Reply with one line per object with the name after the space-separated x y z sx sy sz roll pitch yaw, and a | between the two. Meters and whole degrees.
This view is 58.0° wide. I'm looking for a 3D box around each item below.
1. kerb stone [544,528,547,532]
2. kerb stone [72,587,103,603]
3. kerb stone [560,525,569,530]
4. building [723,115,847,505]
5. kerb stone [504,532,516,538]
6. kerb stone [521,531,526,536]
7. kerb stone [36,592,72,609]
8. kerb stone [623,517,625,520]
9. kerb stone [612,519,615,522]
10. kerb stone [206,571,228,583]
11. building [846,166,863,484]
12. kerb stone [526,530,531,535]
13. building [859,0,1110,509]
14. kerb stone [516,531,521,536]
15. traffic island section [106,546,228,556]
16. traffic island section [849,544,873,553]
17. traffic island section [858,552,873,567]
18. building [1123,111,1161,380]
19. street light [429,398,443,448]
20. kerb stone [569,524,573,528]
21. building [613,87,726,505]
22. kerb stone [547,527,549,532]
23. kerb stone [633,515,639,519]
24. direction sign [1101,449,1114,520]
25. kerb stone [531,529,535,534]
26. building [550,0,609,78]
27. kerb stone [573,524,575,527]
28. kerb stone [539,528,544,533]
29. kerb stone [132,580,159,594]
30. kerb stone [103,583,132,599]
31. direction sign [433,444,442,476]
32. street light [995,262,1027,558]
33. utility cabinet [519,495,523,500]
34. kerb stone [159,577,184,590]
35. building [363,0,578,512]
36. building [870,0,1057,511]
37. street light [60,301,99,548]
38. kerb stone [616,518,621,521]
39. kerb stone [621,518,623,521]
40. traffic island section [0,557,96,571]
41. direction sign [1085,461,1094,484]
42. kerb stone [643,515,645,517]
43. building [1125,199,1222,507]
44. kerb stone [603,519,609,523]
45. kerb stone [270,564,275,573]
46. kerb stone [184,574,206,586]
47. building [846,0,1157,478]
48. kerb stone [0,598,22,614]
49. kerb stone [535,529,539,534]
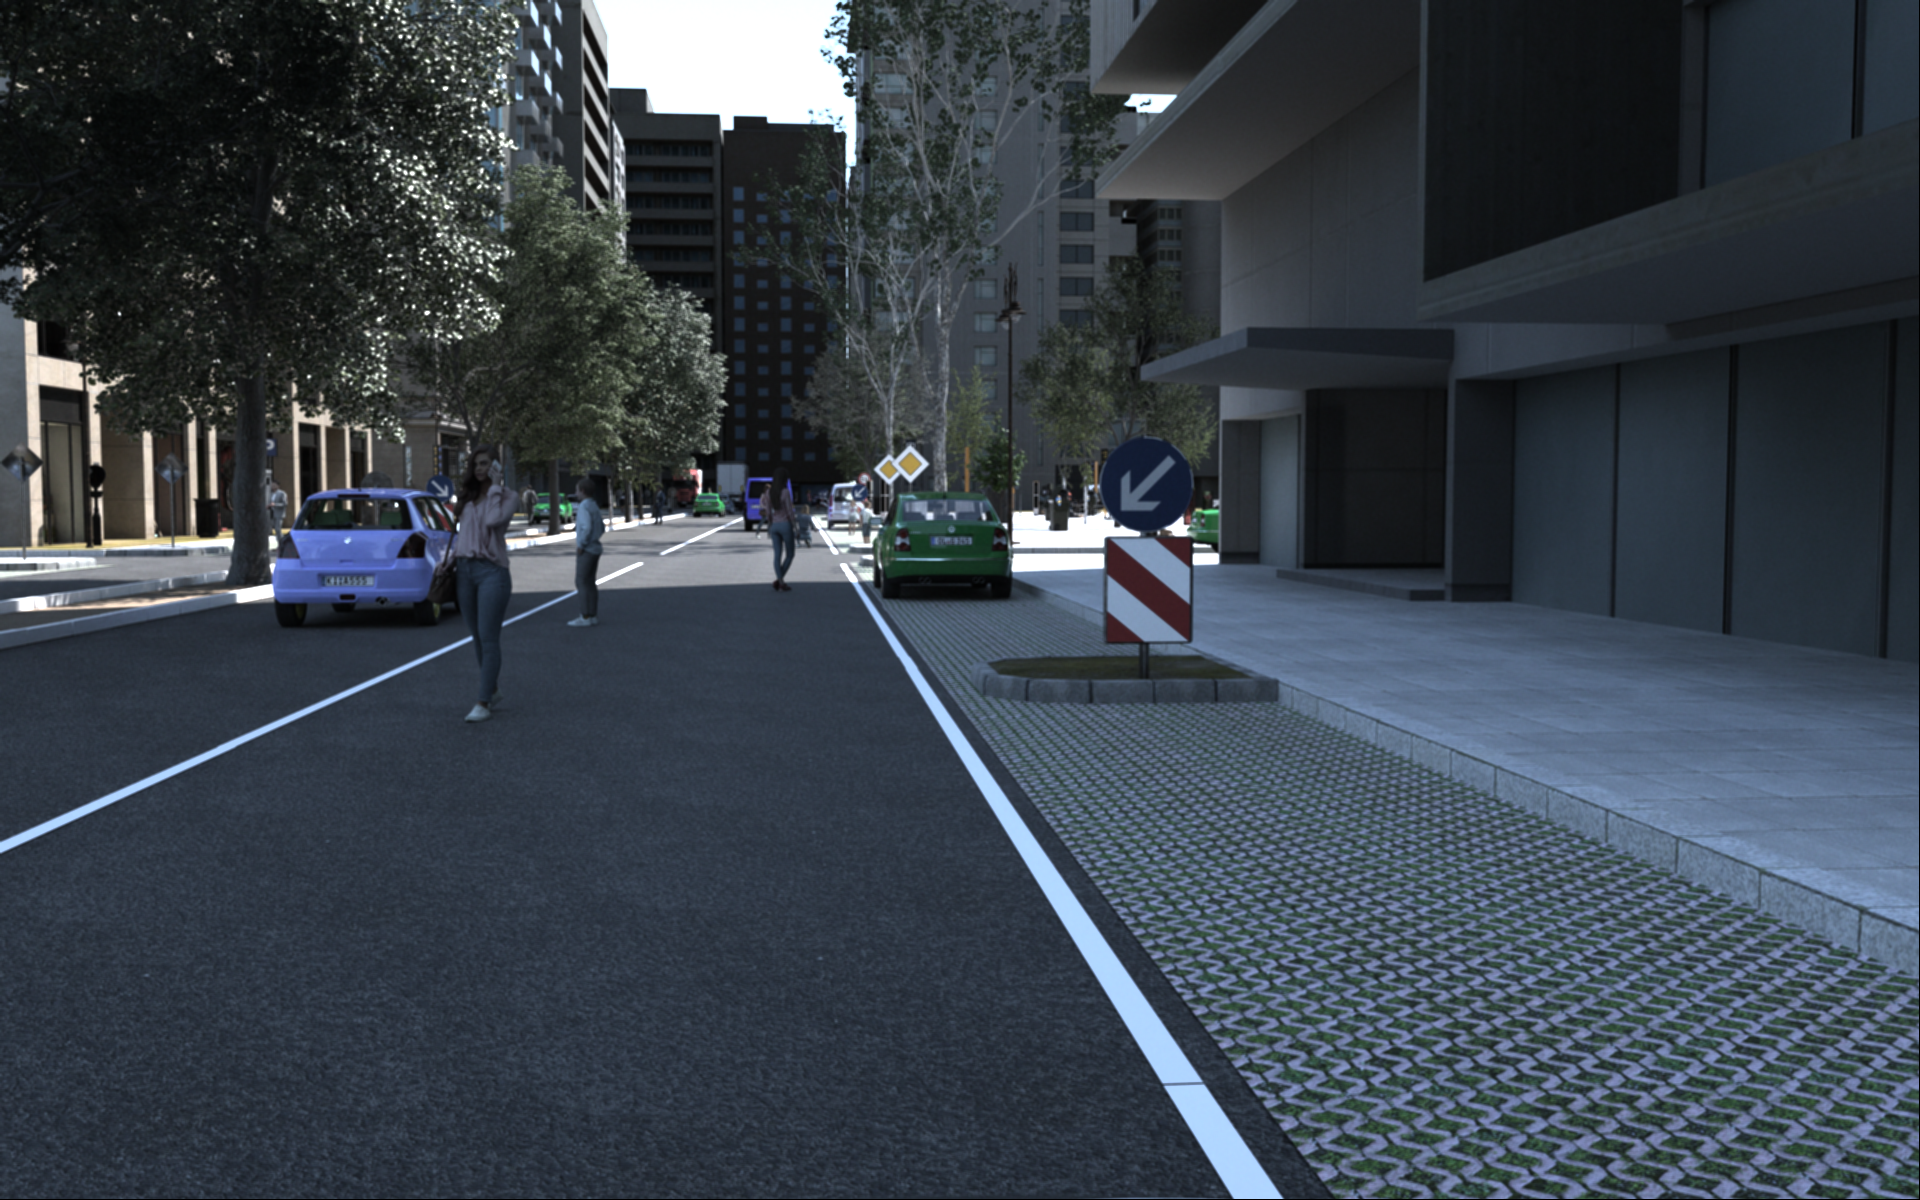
-15.544 -2.575 64.296 0.120 0.150 1.000 0 4 -5 | kerb stone
-11.648 -0.045 22.938 0.120 0.150 1.000 0 4 -5 | kerb stone
-16.114 -2.948 70.403 0.120 0.150 1.000 0 4 -5 | kerb stone
-20.938 -34.163 208.676 14.200 45.320 14.600 0 4 -5 | building
-14.864 -2.131 57.155 0.120 0.150 1.000 0 4 -5 | kerb stone
-15.056 -2.260 59.190 0.120 0.150 1.000 0 4 -5 | kerb stone
-11.548 0.017 21.920 0.120 0.150 1.000 0 4 -5 | kerb stone
-18.239 -4.321 92.881 0.120 0.150 1.000 0 4 -5 | kerb stone
-17.747 -4.012 87.784 0.120 0.150 1.000 0 4 -5 | kerb stone
-12.125 -0.358 28.047 0.120 0.150 1.000 0 4 -5 | kerb stone
-6.512 -32.162 209.446 14.086 41.232 14.154 0 4 -5 | building
-15.157 -2.326 60.219 0.120 0.150 1.000 0 4 -5 | kerb stone
1.446 -43.799 154.362 20.563 71.187 20.611 0 4 -5 | building
-14.970 -2.200 58.171 0.120 0.150 1.000 0 4 -5 | kerb stone
-18.796 -1.165 41.323 2.009 0.180 2.903 0 4 -5 | traffic island section
-1.729 -1.262 42.919 2.009 0.180 2.903 0 4 -5 | traffic island section
-0.980 -0.776 34.969 2.009 0.180 2.903 0 4 -5 | traffic island section
29.353 -36.559 217.343 30.456 49.044 23.786 0 4 -5 | building
-24.538 -6.637 81.307 0.468 5.910 1.993 0 4 -5 | street light
-16.212 -3.012 71.433 0.120 0.150 1.000 0 4 -5 | kerb stone
-39.088 -35.884 210.399 21.600 48.544 21.300 0 4 -5 | building
-15.644 -2.637 65.313 0.120 0.150 1.000 0 4 -5 | kerb stone
-19.198 -4.947 103.080 0.120 0.150 1.000 0 4 -5 | kerb stone
7.499 -5.797 86.781 0.876 3.537 0.379 1 4 12 | direction sign
-15.253 -2.388 61.237 0.120 0.150 1.000 0 4 -5 | kerb stone
-43.210 -32.507 155.196 21.300 48.544 21.600 0 4 -5 | building
-16.305 -3.074 72.454 0.120 0.150 1.000 0 4 -5 | kerb stone
-15.444 -2.508 63.279 0.120 0.150 1.000 0 4 -5 | kerb stone
-11.841 -0.170 24.988 0.120 0.150 1.000 0 4 -5 | kerb stone
-11.743 -0.106 23.963 0.120 0.150 1.000 0 4 -5 | kerb stone
-23.955 -5.350 79.466 0.379 3.537 0.876 0 4 5 | direction sign
1.006 -3.785 34.677 0.468 5.910 1.993 0 4 -5 | street light
-28.702 -6.439 113.950 0.318 1.500 1.173 0 4 -2 | utility cabinet
-11.938 -0.233 26.005 0.120 0.150 1.000 0 4 -5 | kerb stone
-41.924 -31.168 129.198 23.786 49.044 30.456 0 4 -5 | building
-0.131 -27.762 137.505 14.154 41.232 14.086 0 4 -5 | building
-20.816 -4.187 41.244 0.468 5.910 1.993 0 4 -5 | street light
-18.043 -4.199 90.841 0.120 0.150 1.000 0 4 -5 | kerb stone
-18.135 -4.261 91.864 0.120 0.150 1.000 0 4 -5 | kerb stone
-18.047 -0.678 33.373 2.009 0.180 2.903 0 4 -5 | traffic island section
8.787 -7.682 117.597 0.379 3.537 0.876 -3 4 -38 | direction sign
-19.383 -5.072 105.124 0.120 0.150 1.000 0 4 -5 | kerb stone
29.798 -29.840 179.766 23.993 40.220 32.217 0 4 -5 | building
-17.657 -3.948 86.749 0.120 0.150 1.000 0 4 -5 | kerb stone
-12.416 -0.544 31.108 0.120 0.150 1.000 0 4 -5 | kerb stone
-12.033 -0.293 27.029 0.120 0.150 1.000 0 4 -5 | kerb stone
3.041 -36.111 179.657 28.713 52.752 27.495 0 4 -5 | building
-11.459 0.080 20.894 0.120 0.150 1.000 0 4 -5 | kerb stone
-15.348 -2.450 62.255 0.120 0.150 1.000 0 4 -5 | kerb stone
